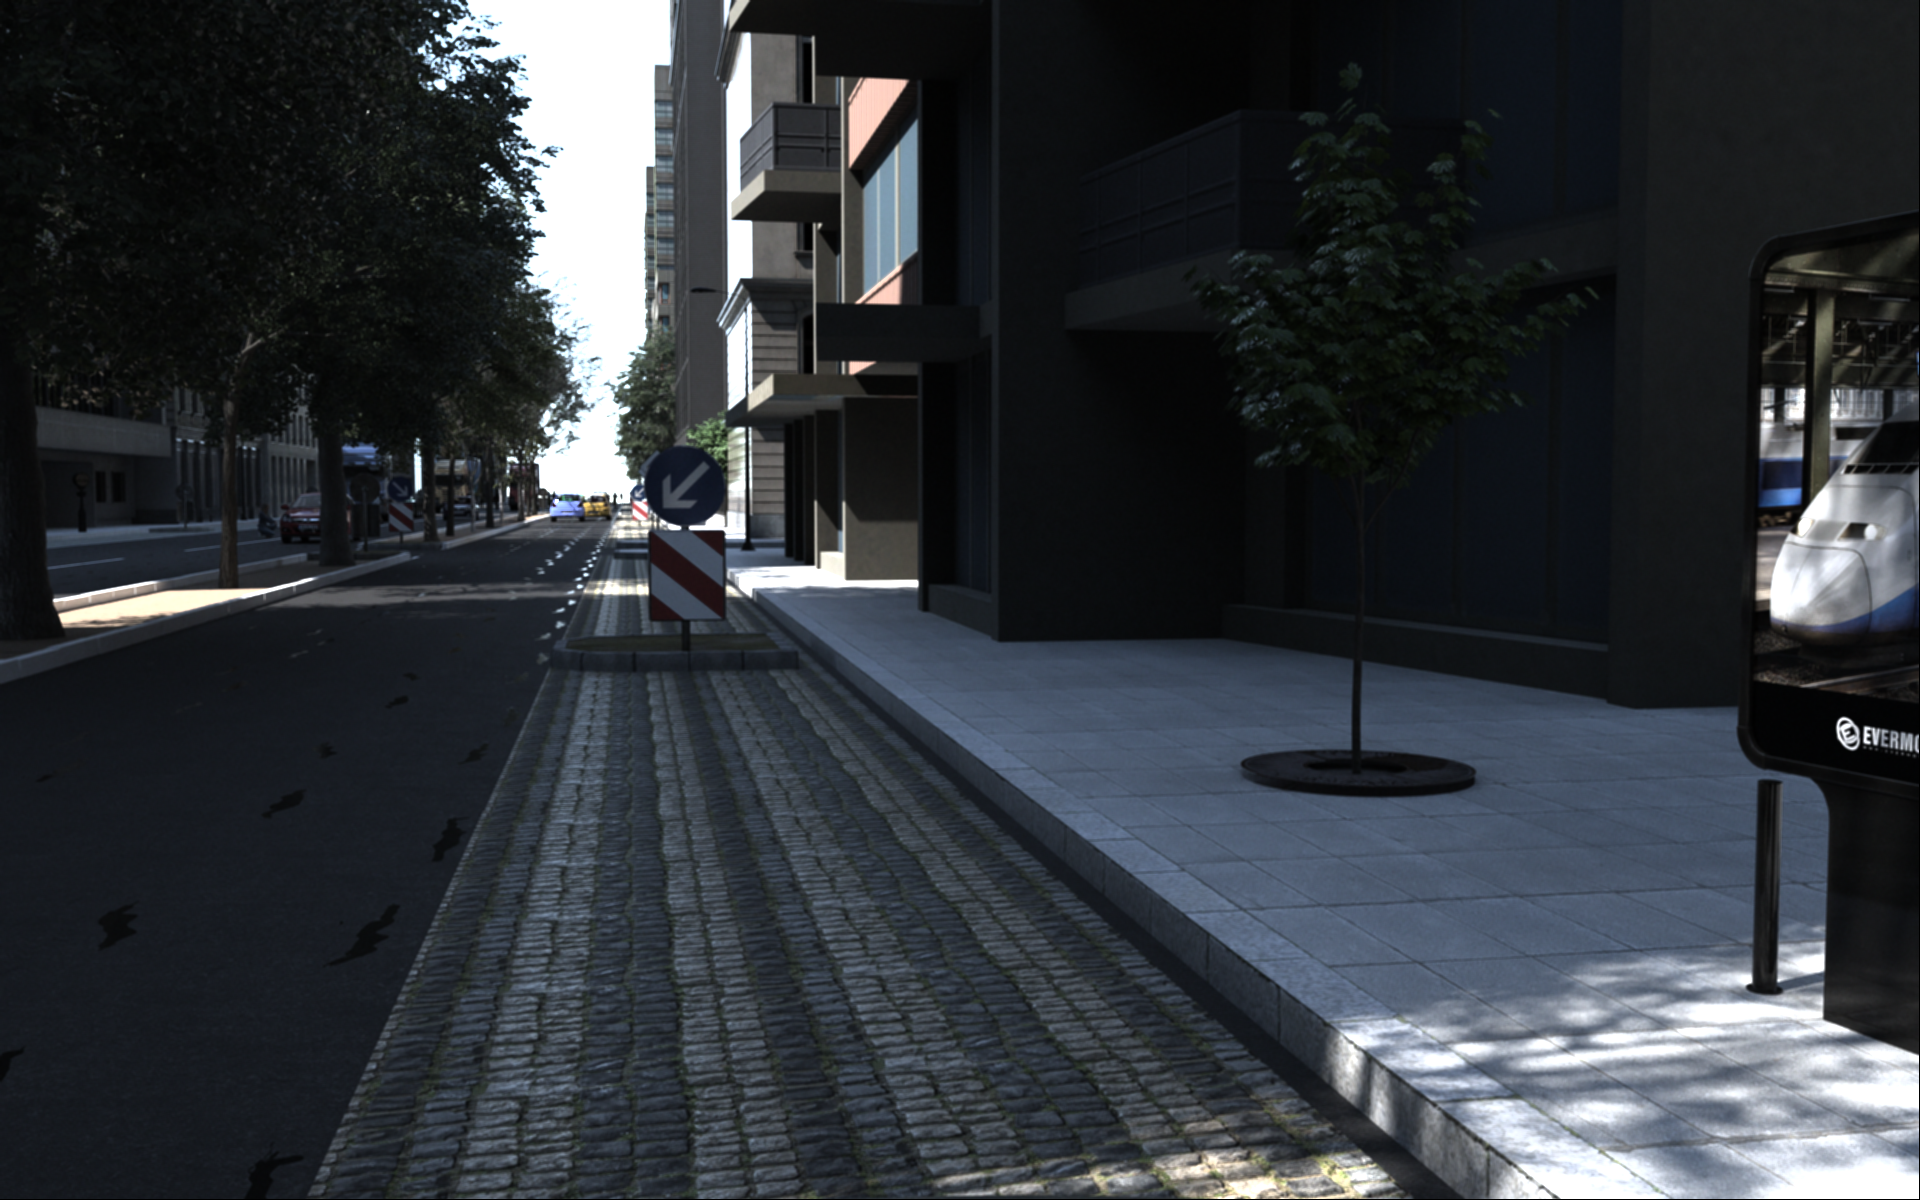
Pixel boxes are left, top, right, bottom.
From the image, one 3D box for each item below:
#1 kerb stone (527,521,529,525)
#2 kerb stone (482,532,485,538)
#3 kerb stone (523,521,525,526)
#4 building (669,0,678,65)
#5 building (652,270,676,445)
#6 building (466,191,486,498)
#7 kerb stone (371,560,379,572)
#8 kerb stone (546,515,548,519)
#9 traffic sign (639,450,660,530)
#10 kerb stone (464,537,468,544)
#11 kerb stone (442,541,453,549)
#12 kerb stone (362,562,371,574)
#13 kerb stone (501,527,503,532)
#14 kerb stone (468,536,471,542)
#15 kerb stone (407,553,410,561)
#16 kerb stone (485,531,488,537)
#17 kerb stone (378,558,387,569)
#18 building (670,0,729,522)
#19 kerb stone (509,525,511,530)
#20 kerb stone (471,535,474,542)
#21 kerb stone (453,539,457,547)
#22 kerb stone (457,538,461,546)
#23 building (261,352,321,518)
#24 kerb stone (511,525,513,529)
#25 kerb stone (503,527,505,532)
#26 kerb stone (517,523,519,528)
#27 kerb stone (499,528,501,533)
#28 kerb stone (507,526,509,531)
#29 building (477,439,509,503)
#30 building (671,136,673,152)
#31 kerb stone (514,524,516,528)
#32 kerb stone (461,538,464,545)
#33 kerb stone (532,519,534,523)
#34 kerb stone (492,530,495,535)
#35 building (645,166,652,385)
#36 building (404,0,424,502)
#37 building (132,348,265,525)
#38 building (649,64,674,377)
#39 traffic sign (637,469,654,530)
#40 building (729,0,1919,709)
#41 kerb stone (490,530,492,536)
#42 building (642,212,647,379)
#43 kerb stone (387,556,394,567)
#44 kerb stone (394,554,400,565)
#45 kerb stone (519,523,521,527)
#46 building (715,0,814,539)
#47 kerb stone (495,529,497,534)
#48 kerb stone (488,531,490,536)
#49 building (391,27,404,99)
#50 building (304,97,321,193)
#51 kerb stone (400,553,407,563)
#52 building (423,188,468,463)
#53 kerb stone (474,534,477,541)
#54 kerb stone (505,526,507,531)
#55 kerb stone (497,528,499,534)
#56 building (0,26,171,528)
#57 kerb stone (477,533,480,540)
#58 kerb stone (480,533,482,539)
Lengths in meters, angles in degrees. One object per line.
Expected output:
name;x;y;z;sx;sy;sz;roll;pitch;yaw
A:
kerb stone;-20.112;-3.526;79.919;0.120;0.150;1.000;-1;4;-11
kerb stone;-15.475;-2.048;55.737;0.120;0.150;1.000;-1;4;-11
kerb stone;-19.526;-3.346;76.907;0.120;0.150;1.000;-1;4;-11
building;-22.770;-45.755;186.347;20.563;71.187;20.611;-1;4;-11
building;-12.424;-18.675;150.368;27.650;21.520;28.899;-1;4;-11
building;-73.724;-34.899;225.218;22.147;44.769;28.867;-1;4;-11
kerb stone;-10.935;-0.596;32.078;0.120;0.150;1.000;-1;4;-11
kerb stone;-23.580;-4.640;98.057;0.120;0.150;1.000;-1;4;-11
traffic sign;-6.821;-2.166;39.059;0.795;2.450;0.064;-1;4;-11
kerb stone;-14.312;-1.681;49.703;0.120;0.150;1.000;-1;4;-11
kerb stone;-13.547;-1.436;45.674;0.120;0.150;1.000;-1;4;-11
kerb stone;-10.743;-0.542;31.061;0.120;0.150;1.000;-1;4;-11
kerb stone;-17.023;-2.543;63.822;0.120;0.150;1.000;-1;4;-11
kerb stone;-14.507;-1.744;50.706;0.120;0.150;1.000;-1;4;-11
kerb stone;-11.905;-0.912;37.100;0.120;0.150;1.000;-1;4;-11
kerb stone;-15.664;-2.113;56.745;0.120;0.150;1.000;-1;4;-11
kerb stone;-11.130;-0.666;33.081;0.120;0.150;1.000;-1;4;-11
building;-7.000;-17.959;87.143;14.314;27.812;24.014;-1;4;-11
kerb stone;-17.792;-2.792;67.843;0.120;0.150;1.000;-1;4;-11
kerb stone;-14.699;-1.802;51.710;0.120;0.150;1.000;-1;4;-11
kerb stone;-13.732;-1.496;46.679;0.120;0.150;1.000;-1;4;-11
kerb stone;-13.923;-1.557;47.689;0.120;0.150;1.000;-1;4;-11
building;-42.946;-14.858;97.681;10.420;20.320;16.860;-1;4;-11
kerb stone;-17.981;-2.854;68.853;0.120;0.150;1.000;-1;4;-11
kerb stone;-17.214;-2.608;64.829;0.120;0.150;1.000;-1;4;-11
kerb stone;-18.756;-3.099;72.867;0.120;0.150;1.000;-1;4;-11
kerb stone;-16.828;-2.479;62.810;0.120;0.150;1.000;-1;4;-11
kerb stone;-17.598;-2.731;66.840;0.120;0.150;1.000;-1;4;-11
building;-81.511;-25.010;253.945;27.650;21.520;28.899;-1;4;-11
building;-10.985;-19.764;110.529;14.401;28.519;23.554;-1;4;-11
kerb stone;-18.373;-2.976;70.859;0.120;0.150;1.000;-1;4;-11
kerb stone;-14.122;-1.621;48.698;0.120;0.150;1.000;-1;4;-11
kerb stone;-20.877;-3.771;83.951;0.120;0.150;1.000;-1;4;-11
kerb stone;-16.246;-2.296;59.775;0.120;0.150;1.000;-1;4;-11
building;-32.511;-32.761;219.229;14.154;41.232;14.086;-1;4;-11
building;-63.100;-52.240;166.799;22.319;86.520;31.000;-1;4;-11
building;-39.314;-14.150;80.505;9.793;20.994;18.267;-1;4;-11
building;-22.722;-29.728;169.641;14.154;41.232;14.086;-1;4;-11
traffic sign;-8.324;-2.646;46.902;0.795;2.450;0.064;-1;4;-11
building;8.216;-22.567;23.593;22.147;44.769;28.867;-1;4;-11
kerb stone;-16.051;-2.237;58.765;0.120;0.150;1.000;-1;4;-11
building;-36.997;-37.300;264.472;22.147;44.769;28.867;-1;4;-11
kerb stone;-11.321;-0.727;34.090;0.120;0.150;1.000;-1;4;-11
kerb stone;-11.519;-0.789;35.093;0.120;0.150;1.000;-1;4;-11
kerb stone;-18.945;-3.160;73.881;0.120;0.150;1.000;-1;4;-11
building;9.625;-14.574;57.362;34.723;24.649;14.460;-1;4;-11
kerb stone;-16.439;-2.359;60.788;0.120;0.150;1.000;-1;4;-11
kerb stone;-15.865;-2.175;57.754;0.120;0.150;1.000;-1;4;-11
building;-54.747;-30.357;146.451;14.600;45.320;14.200;-1;4;-11
building;-59.916;-26.537;125.759;32.217;40.220;23.993;-1;4;-11
kerb stone;-11.707;-0.850;36.097;0.120;0.150;1.000;-1;4;-11
building;-66.156;-33.915;204.614;14.600;45.320;14.200;-1;4;-11
kerb stone;-14.891;-1.863;52.715;0.120;0.150;1.000;-1;4;-11
kerb stone;-17.404;-2.665;65.834;0.120;0.150;1.000;-1;4;-11
kerb stone;-16.628;-2.419;61.794;0.120;0.150;1.000;-1;4;-11
building;-37.160;-14.507;56.250;14.314;24.678;30.058;-1;4;-11
kerb stone;-15.084;-1.928;53.725;0.120;0.150;1.000;-1;4;-11
kerb stone;-15.280;-1.986;54.734;0.120;0.150;1.000;-1;4;-11
